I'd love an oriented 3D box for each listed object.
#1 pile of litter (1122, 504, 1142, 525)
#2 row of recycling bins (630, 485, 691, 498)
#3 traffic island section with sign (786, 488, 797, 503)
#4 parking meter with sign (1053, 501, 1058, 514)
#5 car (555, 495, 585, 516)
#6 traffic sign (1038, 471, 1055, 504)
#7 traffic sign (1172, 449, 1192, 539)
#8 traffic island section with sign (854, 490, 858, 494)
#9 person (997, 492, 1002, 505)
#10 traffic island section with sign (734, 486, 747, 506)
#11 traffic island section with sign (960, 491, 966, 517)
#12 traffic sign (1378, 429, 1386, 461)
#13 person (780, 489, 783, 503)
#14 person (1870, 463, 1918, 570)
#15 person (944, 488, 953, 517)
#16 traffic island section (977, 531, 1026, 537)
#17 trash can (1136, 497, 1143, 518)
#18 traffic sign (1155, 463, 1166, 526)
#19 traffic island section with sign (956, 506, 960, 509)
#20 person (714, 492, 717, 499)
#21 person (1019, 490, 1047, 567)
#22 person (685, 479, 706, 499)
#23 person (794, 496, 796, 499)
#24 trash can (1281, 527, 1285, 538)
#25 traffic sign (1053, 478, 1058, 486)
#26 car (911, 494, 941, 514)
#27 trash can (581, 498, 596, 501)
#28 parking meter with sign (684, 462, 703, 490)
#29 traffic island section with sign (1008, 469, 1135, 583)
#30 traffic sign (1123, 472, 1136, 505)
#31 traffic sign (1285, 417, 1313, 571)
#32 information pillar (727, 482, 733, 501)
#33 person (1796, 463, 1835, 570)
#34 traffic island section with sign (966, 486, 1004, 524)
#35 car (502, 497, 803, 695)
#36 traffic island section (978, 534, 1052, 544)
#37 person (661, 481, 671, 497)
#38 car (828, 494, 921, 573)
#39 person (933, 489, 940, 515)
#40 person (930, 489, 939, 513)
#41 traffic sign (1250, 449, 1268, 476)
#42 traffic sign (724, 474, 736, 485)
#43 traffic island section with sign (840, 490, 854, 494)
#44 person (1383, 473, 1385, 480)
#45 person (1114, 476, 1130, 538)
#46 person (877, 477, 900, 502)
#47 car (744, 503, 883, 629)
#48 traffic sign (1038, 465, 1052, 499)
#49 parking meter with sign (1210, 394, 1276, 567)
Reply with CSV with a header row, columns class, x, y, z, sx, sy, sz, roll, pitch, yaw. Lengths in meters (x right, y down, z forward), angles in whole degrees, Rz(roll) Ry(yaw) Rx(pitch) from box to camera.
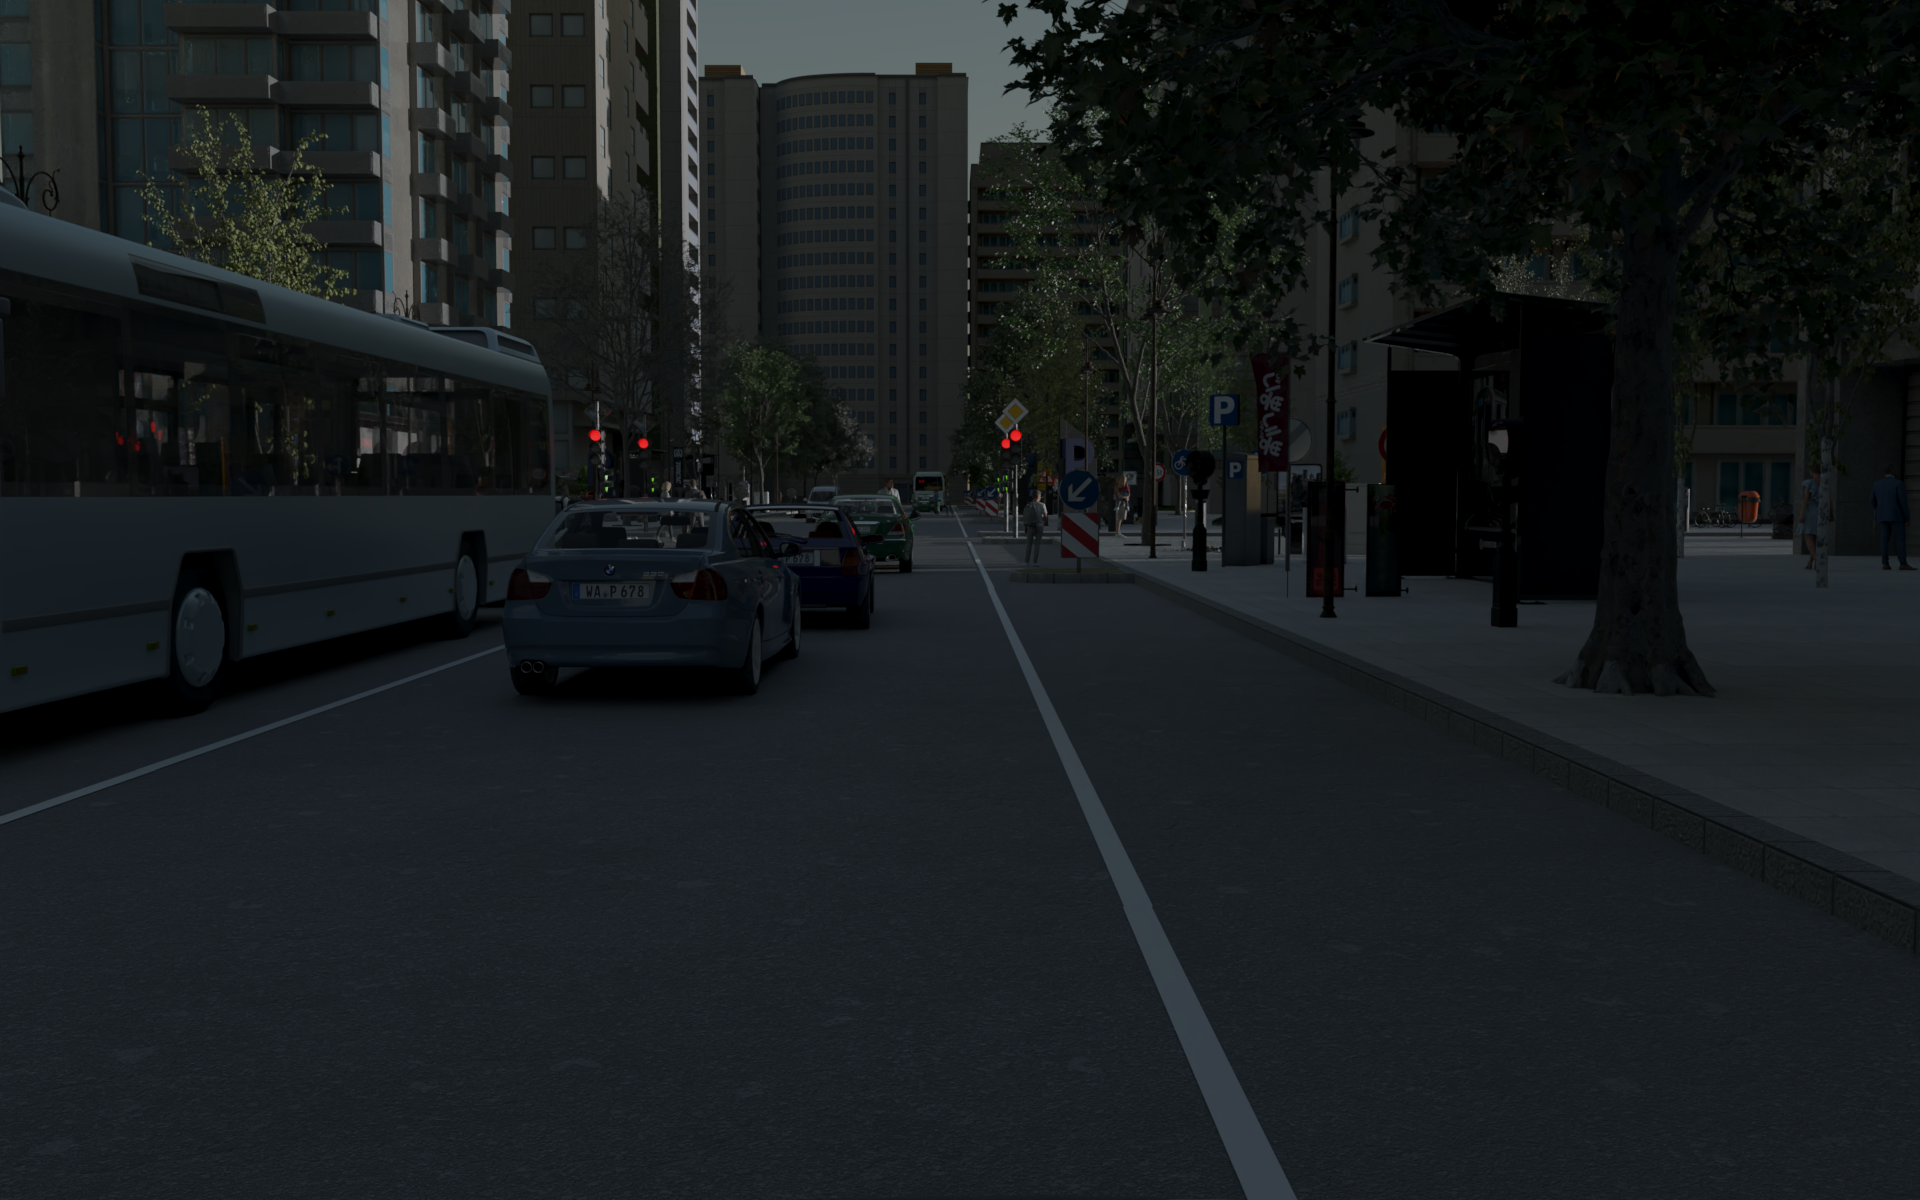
class,x,y,z,sx,sy,sz,roll,pitch,yaw
pile of litter,7.459,-3.645,73.560,1.176,0.858,1.719,2,4,34
row of recycling bins,-14.281,-4.638,82.947,3.534,1.692,1.069,0,4,-3
traffic island section with sign,-10.732,-6.243,110.697,1.989,1.847,2.006,0,4,0
parking meter with sign,6.919,-7.101,112.368,1.738,3.016,0.543,0,4,-8
car,-5.956,-0.854,23.748,2.009,1.686,4.222,0,4,-1
traffic sign,4.195,-5.178,84.657,0.884,2.594,0.081,0,4,4
traffic sign,6.393,-3.005,49.231,0.768,2.556,0.104,1,4,8
traffic island section with sign,-11.329,-10.934,187.403,1.989,1.847,2.006,0,4,0
person,4.577,-11.944,202.263,0.756,1.711,0.436,0,4,4
traffic island section with sign,-10.531,-4.567,83.295,1.989,1.847,2.006,0,4,0
traffic island section with sign,1.183,-6.220,110.331,1.989,1.847,2.006,0,4,0
traffic sign,7.961,-1.917,31.444,0.768,2.556,0.104,1,4,8
person,-20.122,-11.489,193.889,0.705,1.824,1.348,-2,4,-25
person,15.755,-1.409,29.262,0.419,1.800,0.721,-3,4,-38
person,-0.717,-6.141,109.182,0.520,1.790,0.573,-1,4,-22
traffic island section,1.579,-2.232,58.779,2.009,0.180,2.903,0,4,0
trash can,8.179,-3.991,76.909,0.748,1.137,0.748,0,3,0
traffic sign,7.962,-4.282,70.123,0.768,2.556,0.104,1,4,9
traffic island section with sign,0.799,-9.291,160.530,1.989,1.847,2.006,0,4,0
person,-27.670,-11.543,195.223,0.683,1.767,0.568,-2,4,-28
person,1.442,-1.413,34.203,0.503,1.515,0.523,-1,4,-23
person,-7.062,-2.313,46.276,0.622,1.834,0.822,-2,4,-34
person,-18.353,-11.382,192.857,0.721,1.743,1.217,-1,4,-10
trash can,9.755,-2.399,50.885,0.748,1.137,0.748,0,3,0
traffic sign,7.460,-8.088,132.343,0.768,2.556,0.104,1,4,8
car,-2.370,-6.626,120.139,2.131,1.459,4.920,0,4,1
trash can,-13.551,-3.183,63.703,0.748,1.137,0.748,0,3,0
parking meter with sign,-14.720,-5.913,92.937,1.738,3.016,0.543,-2,4,-30
traffic island section with sign,1.816,-1.228,28.701,1.989,1.847,2.006,0,4,0
traffic sign,7.674,-4.668,78.447,0.606,2.300,0.079,0,4,3
traffic sign,5.461,-1.755,28.804,0.768,2.556,0.104,0,4,4
information pillar,-13.820,-6.090,104.062,0.304,2.012,0.304,-1,4,-21
person,14.436,-1.408,29.161,0.616,1.811,0.778,1,4,9
traffic island section with sign,1.396,-4.572,83.377,1.989,1.847,2.006,0,4,0
car,-2.294,-0.101,13.653,2.014,1.417,4.499,0,4,1
traffic island section,1.641,-1.744,50.794,2.009,0.180,2.903,0,4,0
person,-8.693,-2.591,51.037,0.728,1.800,0.709,-1,4,-23
car,-1.804,-1.298,33.028,2.131,1.459,4.920,0,4,-1
person,-1.581,-6.567,116.218,0.444,1.785,0.601,0,4,6
person,-1.945,-7.626,133.451,0.573,1.790,0.520,2,4,31
traffic sign,8.508,-3.021,49.492,0.768,2.556,0.104,0,4,1
traffic sign,-14.596,-6.723,110.026,0.768,2.556,0.104,0,4,2
traffic island section with sign,-11.116,-9.286,160.448,1.989,1.847,2.006,0,4,0
person,9.547,-1.990,38.760,0.526,1.800,0.537,0,4,0
person,4.762,-2.763,51.195,0.573,1.828,0.580,-3,4,-39
person,-1.741,-2.033,41.592,0.661,1.843,0.795,-1,4,-21
car,-1.849,-0.435,19.694,1.945,1.354,3.894,0,4,-2
traffic sign,5.154,-7.599,118.110,2.265,3.308,0.079,0,4,1
parking meter with sign,5.095,-2.123,30.973,0.543,3.016,1.738,2,4,35
